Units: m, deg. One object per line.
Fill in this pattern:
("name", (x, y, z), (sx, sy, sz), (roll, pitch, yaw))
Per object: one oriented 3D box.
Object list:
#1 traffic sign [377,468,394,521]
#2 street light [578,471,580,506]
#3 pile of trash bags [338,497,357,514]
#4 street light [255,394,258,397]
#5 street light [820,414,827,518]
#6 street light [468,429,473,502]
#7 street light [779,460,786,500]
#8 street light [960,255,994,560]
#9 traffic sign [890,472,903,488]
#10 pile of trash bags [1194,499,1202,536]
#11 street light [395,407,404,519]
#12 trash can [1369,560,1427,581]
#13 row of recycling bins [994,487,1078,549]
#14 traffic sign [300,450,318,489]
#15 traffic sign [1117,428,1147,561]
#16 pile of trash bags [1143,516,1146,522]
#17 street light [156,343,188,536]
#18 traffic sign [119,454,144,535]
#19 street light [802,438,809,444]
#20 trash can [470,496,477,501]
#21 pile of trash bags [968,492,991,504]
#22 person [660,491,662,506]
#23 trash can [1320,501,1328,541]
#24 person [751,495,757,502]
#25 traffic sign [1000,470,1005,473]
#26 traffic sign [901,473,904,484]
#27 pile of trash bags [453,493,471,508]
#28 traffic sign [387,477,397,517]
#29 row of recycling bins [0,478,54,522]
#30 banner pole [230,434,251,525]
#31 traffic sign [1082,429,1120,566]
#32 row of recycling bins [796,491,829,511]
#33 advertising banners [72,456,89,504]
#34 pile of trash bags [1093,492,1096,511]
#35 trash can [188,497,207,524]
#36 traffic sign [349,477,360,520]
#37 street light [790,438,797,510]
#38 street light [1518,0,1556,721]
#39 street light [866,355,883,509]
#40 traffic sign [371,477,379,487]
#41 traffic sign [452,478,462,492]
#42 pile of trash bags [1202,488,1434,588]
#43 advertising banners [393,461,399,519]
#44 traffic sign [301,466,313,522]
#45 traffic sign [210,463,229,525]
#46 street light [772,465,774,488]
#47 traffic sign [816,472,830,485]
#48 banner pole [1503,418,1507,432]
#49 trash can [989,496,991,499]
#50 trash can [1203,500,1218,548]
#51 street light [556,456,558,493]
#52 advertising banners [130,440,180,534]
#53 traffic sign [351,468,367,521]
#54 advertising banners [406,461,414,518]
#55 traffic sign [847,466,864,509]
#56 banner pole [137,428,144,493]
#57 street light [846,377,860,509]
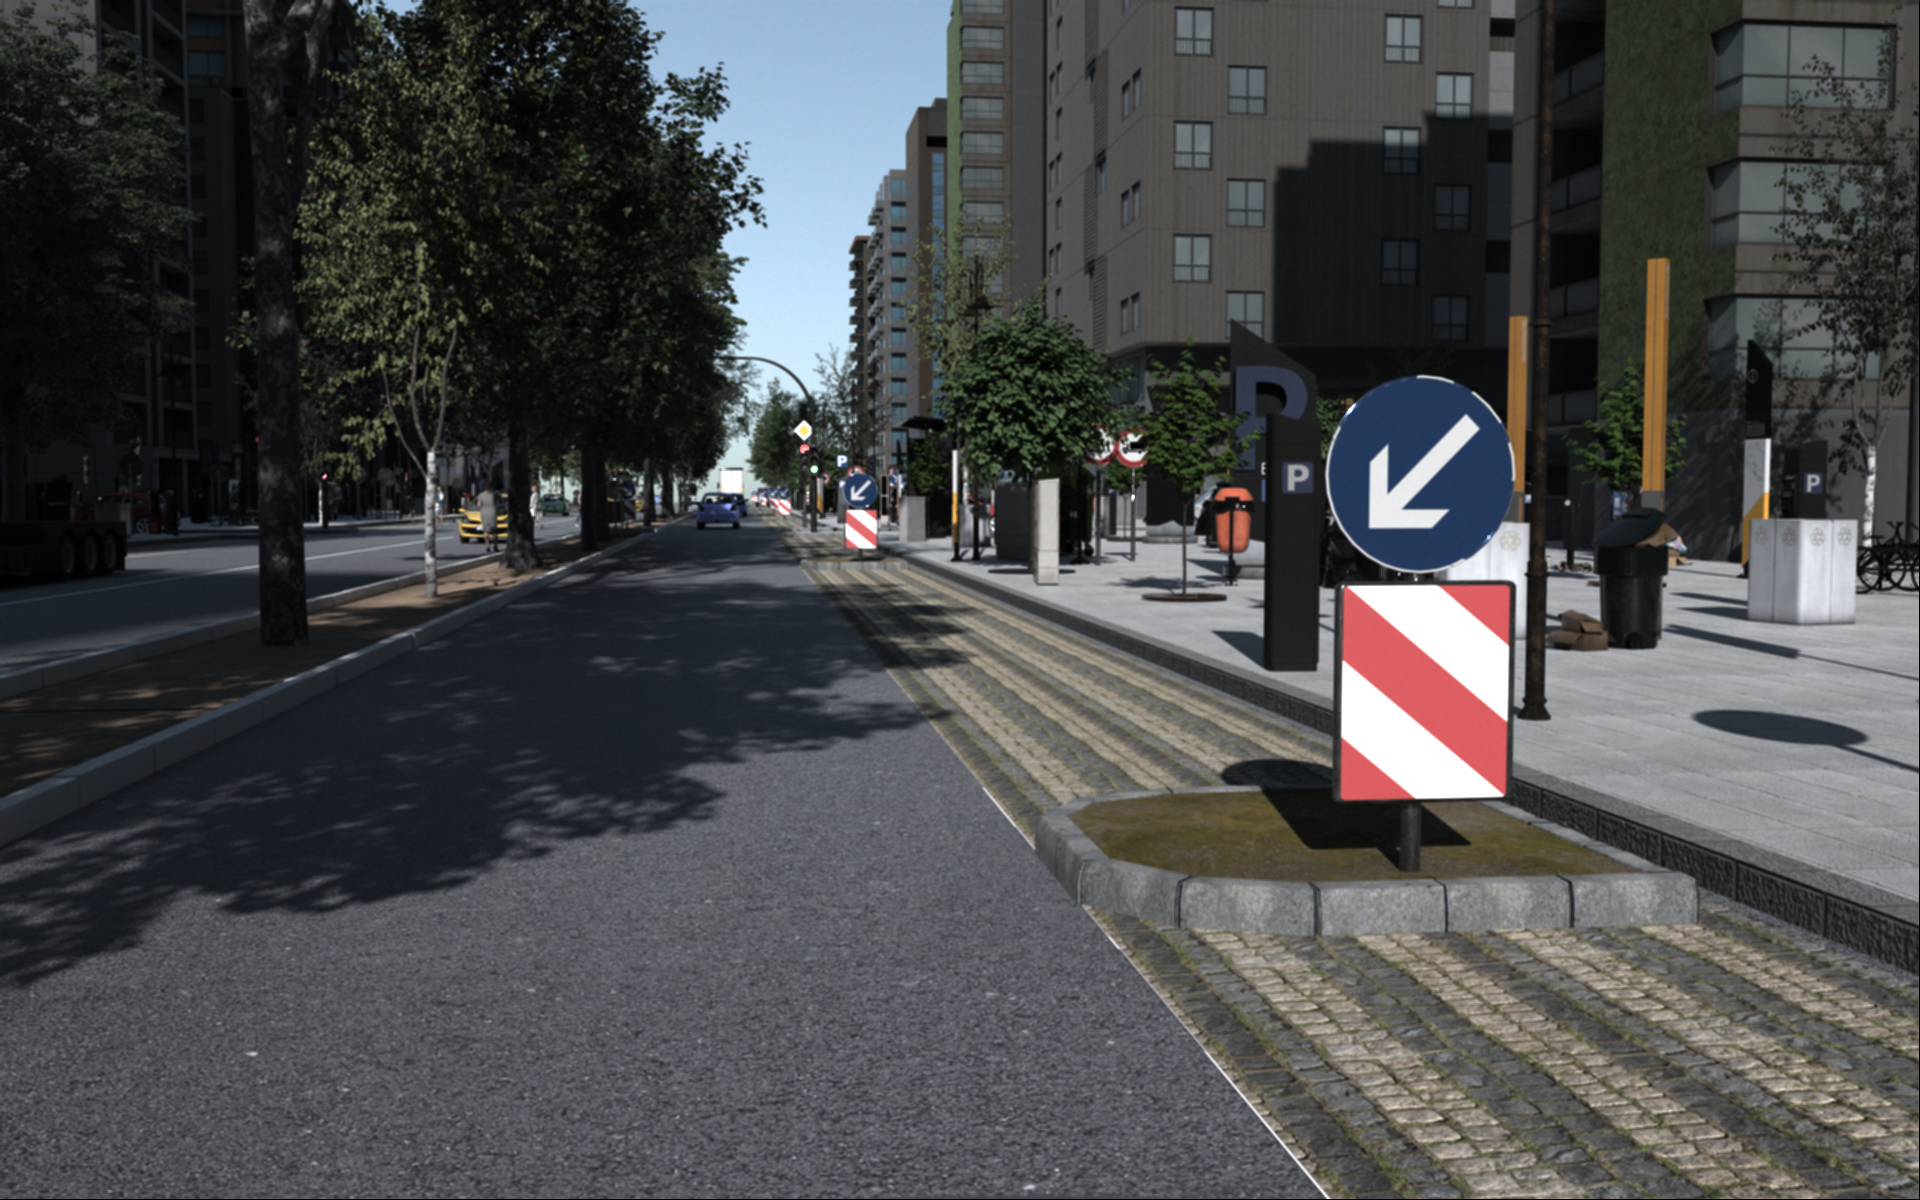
("traffic sign", (-27.773, -5.116, 83.747), (0.768, 2.556, 0.104), (0, 4, -4))
("street light", (-41.096, -13.086, 186.736), (0.468, 5.910, 1.993), (0, 4, -7))
("pile of trash bags", (-40.758, -6.259, 112.094), (1.912, 1.369, 3.447), (2, 4, 26))
("street light", (-25.432, -5.557, 63.652), (0.468, 5.910, 1.993), (0, 4, -7))
("street light", (-7.262, -7.318, 92.438), (0.468, 5.910, 1.993), (0, 4, -7))
("street light", (-31.525, -8.497, 111.714), (0.468, 5.910, 1.993), (0, 4, -7))
("street light", (-16.984, -11.937, 167.957), (0.468, 5.910, 1.993), (0, 4, -7))
("street light", (0.315, -3.723, 33.654), (0.468, 5.910, 1.993), (0, 4, -7))
("traffic sign", (-3.617, -6.018, 98.497), (0.768, 2.556, 0.104), (0, 4, 1))
("pile of trash bags", (8.589, -2.751, 54.734), (1.912, 1.369, 3.447), (1, 4, 22))
("street light", (-28.265, -7.005, 87.323), (0.468, 5.910, 1.993), (0, 4, -7))
("trash can", (4.736, -0.432, 18.723), (0.748, 1.137, 0.748), (0, 3, 0))
("row of recycling bins", (1.817, -2.149, 42.244), (1.069, 1.692, 3.534), (-2, 4, -24))
("traffic sign", (-31.020, -5.303, 80.584), (2.265, 3.308, 0.079), (0, 4, 0))
("traffic sign", (3.302, -2.011, 32.990), (0.768, 2.556, 0.104), (0, 4, -2))
("pile of trash bags", (9.814, -4.250, 79.237), (1.912, 1.369, 3.447), (-1, 4, -21))
("street light", (-23.985, -4.895, 52.818), (0.468, 5.910, 1.993), (0, 4, -7))
("traffic sign", (-26.052, -3.325, 54.476), (0.768, 2.556, 0.104), (0, 4, -4))
("street light", (-10.356, -8.793, 116.546), (0.468, 5.910, 1.993), (0, 4, -7))
("trash can", (-38.295, -7.642, 136.606), (0.748, 1.137, 0.748), (0, 3, 0))
("pile of trash bags", (1.203, -5.081, 92.821), (1.912, 1.369, 3.447), (-3, 4, -38))
("person", (-36.095, -12.315, 209.944), (0.705, 1.812, 1.348), (1, 4, 8))
("trash can", (7.824, -1.646, 38.561), (0.748, 1.137, 0.748), (0, 3, 0))
("person", (-34.172, -17.082, 287.744), (1.348, 1.831, 0.705), (2, 4, 31))
("traffic sign", (1.642, -3.438, 56.317), (0.768, 2.556, 0.104), (0, 4, -4))
("traffic sign", (-3.651, -6.224, 101.876), (0.768, 2.556, 0.104), (0, 4, -3))
("pile of trash bags", (-38.814, -7.464, 131.796), (1.912, 1.369, 3.447), (3, 5, 42))
("traffic sign", (-31.323, -5.748, 95.167), (0.795, 2.450, 0.064), (0, 4, -3))
("row of recycling bins", (-25.288, -2.430, 46.840), (1.069, 1.692, 3.534), (0, 4, -4))
("banner pole", (-29.978, -5.034, 72.326), (0.863, 3.779, 0.401), (-1, 4, -22))
("traffic sign", (2.480, -1.890, 31.014), (0.768, 2.556, 0.104), (0, 4, 1))
("row of recycling bins", (-11.547, -7.846, 135.389), (3.534, 1.692, 1.069), (3, 5, 43))
("advertising banners", (-40.710, -5.126, 79.990), (2.074, 3.025, 0.090), (3, 4, 38))
("pile of trash bags", (5.699, -4.616, 85.220), (1.912, 1.369, 3.447), (3, 4, 36))
("trash can", (-33.174, -3.899, 75.399), (0.748, 1.137, 0.748), (0, 3, 0))
("traffic sign", (-30.059, -5.273, 86.322), (0.768, 2.556, 0.104), (0, 4, -3))
("street light", (-13.842, -10.462, 143.843), (0.468, 5.910, 1.993), (0, 4, -7))
("street light", (3.281, -2.259, 9.717), (0.468, 5.910, 1.993), (0, 4, -7))
("street light", (-2.857, -5.194, 57.714), (0.468, 5.910, 1.993), (0, 4, -7))
("traffic sign", (-35.644, -6.335, 105.712), (0.606, 2.300, 0.079), (0, 4, 1))
("traffic sign", (-39.457, -8.307, 135.921), (0.768, 2.556, 0.104), (0, 4, -2))
("pile of trash bags", (5.224, -0.881, 24.151), (3.447, 1.369, 1.912), (1, 4, 13))
("advertising banners", (-29.480, -5.755, 90.288), (0.090, 3.025, 2.074), (-1, 4, -16))
("traffic sign", (-29.711, -4.806, 78.681), (0.768, 2.556, 0.104), (0, 4, -1))
("traffic sign", (-30.614, -4.373, 71.608), (0.768, 2.556, 0.104), (0, 4, -6))
("street light", (-22.990, -14.863, 215.791), (0.468, 5.910, 1.993), (0, 4, -7))
("traffic sign", (-7.874, -6.090, 99.676), (0.768, 2.556, 0.104), (0, 4, -4))
("banner pole", (15.950, -3.678, 50.146), (0.401, 3.779, 0.863), (-1, 4, -21))
("trash can", (2.317, -6.351, 115.489), (0.748, 1.137, 0.748), (0, 3, 0))
("trash can", (6.146, -1.801, 41.103), (0.748, 1.137, 0.748), (0, 3, 0))
("street light", (-38.031, -11.640, 163.095), (0.468, 5.910, 1.993), (0, 4, -7))
("advertising banners", (-25.930, -3.642, 55.732), (2.074, 3.025, 0.090), (2, 4, 24))
("traffic sign", (-28.767, -5.062, 82.864), (0.768, 2.556, 0.104), (0, 4, -2))
("advertising banners", (-29.453, -5.921, 93.003), (0.090, 3.025, 2.074), (-1, 4, -14))
("traffic sign", (-4.672, -4.741, 77.626), (0.768, 2.556, 0.104), (0, 4, -3))
("banner pole", (-31.080, -4.629, 65.698), (0.401, 3.779, 0.863), (-3, 4, -37))
("street light", (-4.223, -5.861, 68.610), (0.468, 5.910, 1.993), (0, 4, -7))
